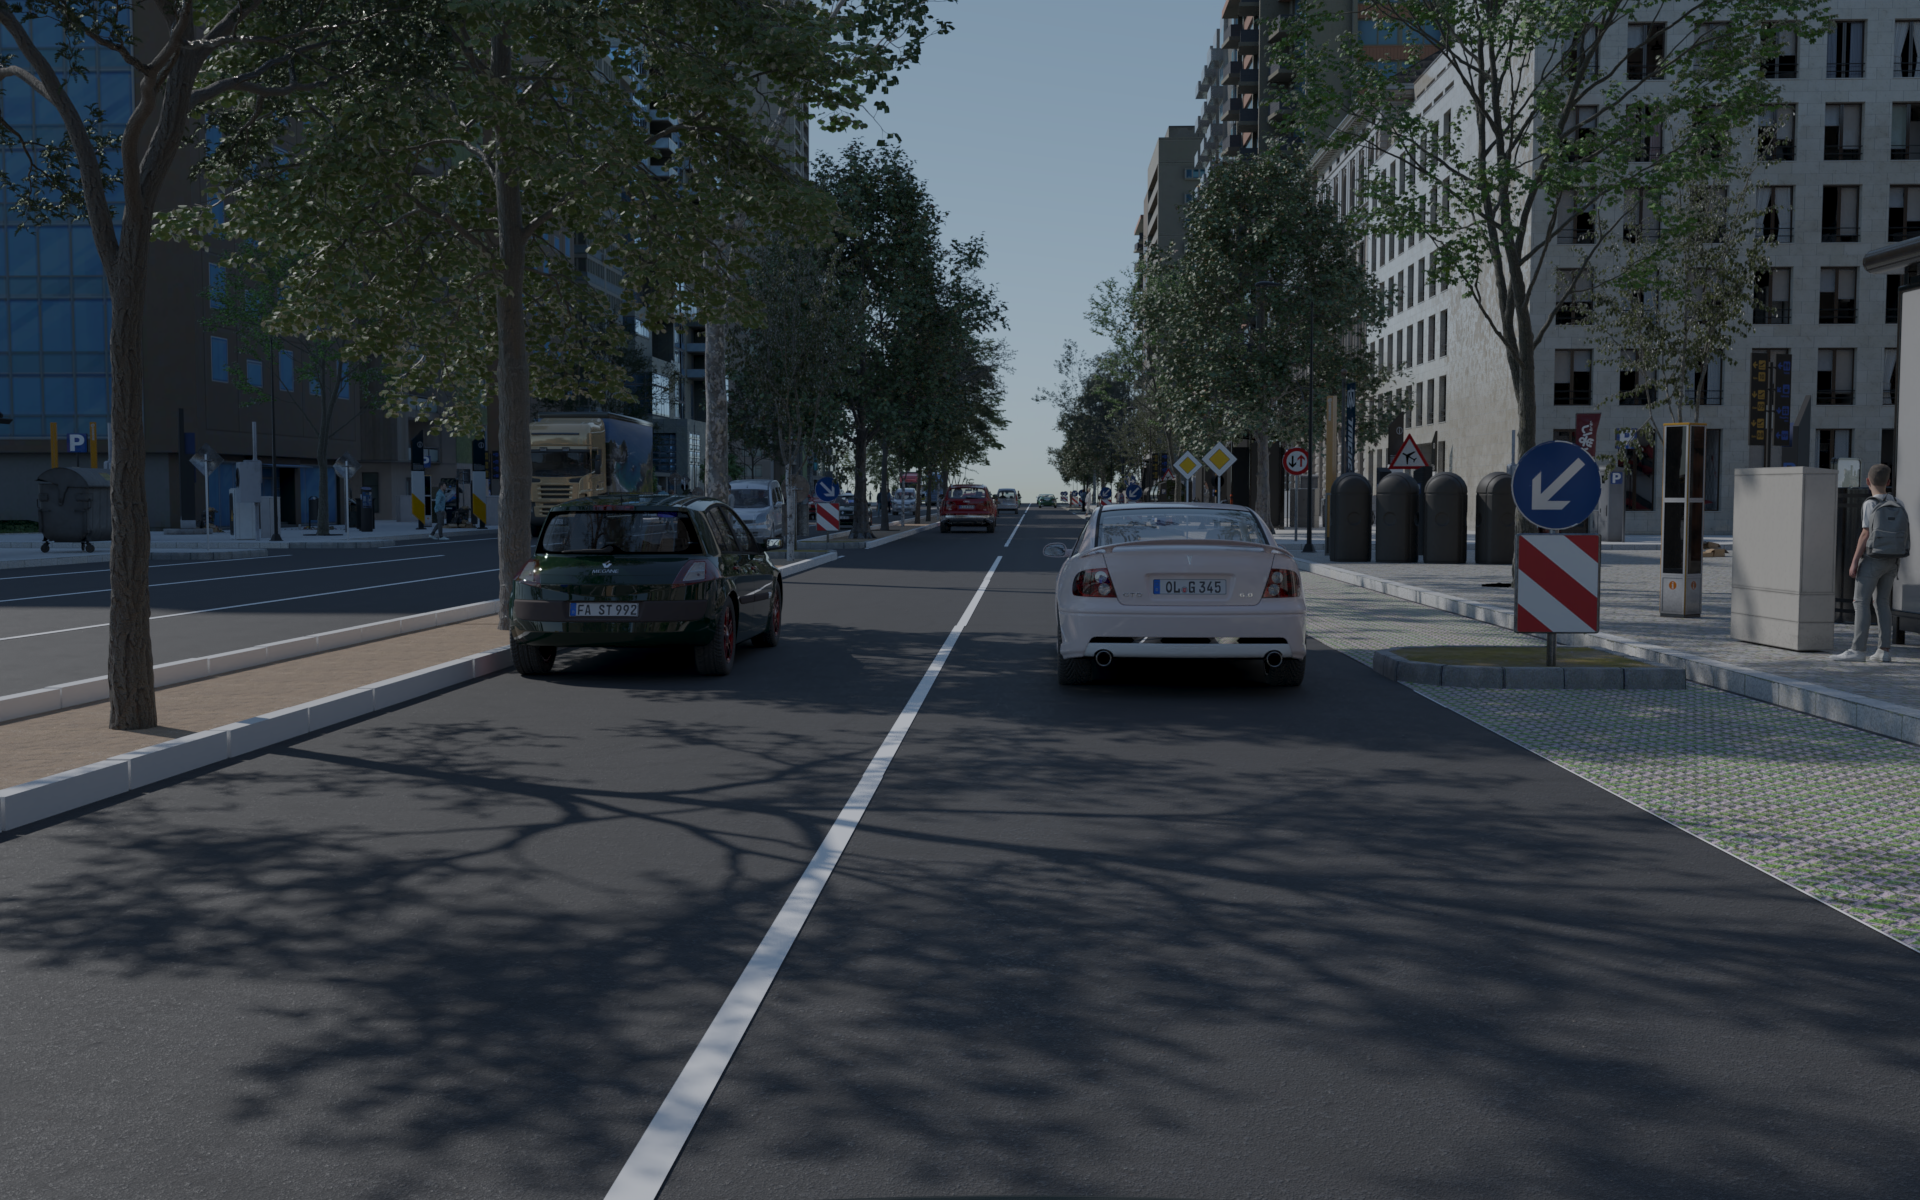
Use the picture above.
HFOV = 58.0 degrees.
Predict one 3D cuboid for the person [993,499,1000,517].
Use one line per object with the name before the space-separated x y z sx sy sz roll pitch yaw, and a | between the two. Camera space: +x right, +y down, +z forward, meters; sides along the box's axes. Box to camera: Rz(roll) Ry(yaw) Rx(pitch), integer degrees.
person | 2.151 -5.733 106.508 0.640 1.303 0.475 -2 4 -29

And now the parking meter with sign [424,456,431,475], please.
parking meter with sign | -24.113 -5.003 78.067 0.543 3.016 1.738 -1 4 -18

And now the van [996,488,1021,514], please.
van | 3.378 -7.201 124.744 2.013 2.044 4.112 0 4 2

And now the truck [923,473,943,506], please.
truck | -2.738 -13.831 215.899 2.967 4.110 18.799 0 4 2

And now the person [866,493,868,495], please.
person | -14.551 -15.819 265.403 1.217 1.743 0.721 2 4 32

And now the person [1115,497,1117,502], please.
person | 25.169 -16.399 277.406 0.421 1.427 0.697 -3 5 -43

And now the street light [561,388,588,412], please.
street light | -16.883 -6.317 75.825 1.470 5.913 1.316 0 4 3

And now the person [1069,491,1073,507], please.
person | 12.030 -10.890 187.098 0.434 1.755 0.990 1 4 18

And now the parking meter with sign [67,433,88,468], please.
parking meter with sign | -25.215 -3.221 48.932 0.543 3.016 1.738 0 4 -7

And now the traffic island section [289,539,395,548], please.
traffic island section | -16.716 -1.526 47.232 2.009 0.180 2.903 0 4 3

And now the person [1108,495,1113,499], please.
person | 23.730 -16.516 276.060 1.348 1.826 0.705 1 4 19

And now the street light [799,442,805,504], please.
street light | -13.537 -10.988 152.195 1.470 5.913 1.316 0 4 3

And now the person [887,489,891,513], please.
person | -5.493 -7.646 133.490 0.705 1.826 1.348 -1 4 -14

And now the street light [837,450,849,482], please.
street light | -12.264 -12.743 180.888 1.470 5.913 1.316 0 4 3

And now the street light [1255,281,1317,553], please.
street light | 7.136 -4.000 37.937 1.470 5.913 1.316 0 4 3

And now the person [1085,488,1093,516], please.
person | 8.452 -6.380 112.688 0.818 1.842 0.514 -1 4 -16

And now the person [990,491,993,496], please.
person | 4.242 -14.414 244.159 1.348 1.826 0.705 -2 4 -28

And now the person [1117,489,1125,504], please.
person | 8.577 -5.021 91.430 0.643 1.720 0.563 0 4 -6

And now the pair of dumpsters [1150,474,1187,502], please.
pair of dumpsters | 10.313 -5.070 85.388 1.574 2.255 4.437 0 4 3

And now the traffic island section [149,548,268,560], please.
traffic island section | -17.066 -1.038 39.254 2.009 0.180 2.903 0 4 3

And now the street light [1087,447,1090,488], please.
street light | 12.888 -11.991 168.599 1.470 5.913 1.316 0 4 3

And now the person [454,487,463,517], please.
person | -20.981 -4.073 71.993 0.474 1.900 0.648 1 4 23

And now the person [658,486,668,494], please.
person | -14.589 -4.672 84.911 0.660 1.820 0.620 -1 4 -14

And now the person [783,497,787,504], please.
person | -15.565 -8.982 153.586 1.217 1.739 0.721 -3 4 -36

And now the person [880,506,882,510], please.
person | -7.427 -9.242 160.128 0.721 1.766 1.217 1 4 9

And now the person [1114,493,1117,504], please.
person | 17.196 -11.119 188.385 0.990 1.755 0.434 -1 4 -14

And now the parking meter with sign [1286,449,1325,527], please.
parking meter with sign | 13.571 -4.345 67.303 1.738 3.016 0.543 0 4 5

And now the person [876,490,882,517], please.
person | -4.865 -5.969 106.077 0.794 1.824 0.713 2 4 25

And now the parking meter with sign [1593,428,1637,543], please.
parking meter with sign | 17.541 -3.079 46.604 0.543 3.016 1.738 0 4 -2

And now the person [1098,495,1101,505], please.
person | 15.723 -11.272 193.528 0.628 1.438 0.799 1 4 9

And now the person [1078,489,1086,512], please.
person | 9.948 -8.028 139.736 0.705 1.826 1.348 2 4 29

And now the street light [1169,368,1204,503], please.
street light | 8.291 -5.533 63.008 1.470 5.913 1.316 0 4 3

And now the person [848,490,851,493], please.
person | -9.033 -8.147 142.373 0.621 1.740 0.551 0 4 8

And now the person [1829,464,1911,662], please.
person | 7.005 -0.283 13.270 0.523 1.515 0.503 3 4 38

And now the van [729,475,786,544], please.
van | -5.817 -2.498 47.859 2.013 2.044 4.112 0 4 1

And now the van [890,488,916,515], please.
van | -3.752 -6.865 119.250 2.013 2.044 4.112 0 4 2

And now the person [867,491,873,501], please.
person | -12.323 -14.073 236.924 1.217 1.735 0.721 -3 5 -44

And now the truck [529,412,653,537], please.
truck | -13.143 -4.431 61.368 2.839 4.237 11.283 0 4 1

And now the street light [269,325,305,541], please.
street light | -18.117 -4.557 47.049 1.470 5.913 1.316 0 4 3

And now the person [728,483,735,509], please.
person | -5.745 -2.038 42.569 0.466 1.731 0.760 0 4 3

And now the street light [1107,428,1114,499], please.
street light | 10.880 -9.088 121.123 1.470 5.913 1.316 0 4 3

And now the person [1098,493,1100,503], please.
person | 21.142 -15.559 261.348 0.541 1.710 0.530 3 5 42

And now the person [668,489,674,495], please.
person | -10.752 -3.310 64.426 0.589 1.601 0.330 3 5 44

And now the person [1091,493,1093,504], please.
person | 16.372 -12.486 213.448 1.065 1.426 0.557 -2 4 -26

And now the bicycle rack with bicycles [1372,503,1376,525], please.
bicycle rack with bicycles | 16.335 -3.515 70.850 2.852 0.926 2.925 0 4 -1

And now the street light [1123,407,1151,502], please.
street light | 9.585 -7.323 92.269 1.470 5.913 1.316 0 4 3

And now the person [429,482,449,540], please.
person | -16.399 -2.809 54.453 0.620 1.820 0.660 -1 4 -17

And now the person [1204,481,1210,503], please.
person | 10.213 -4.008 71.750 0.592 1.802 0.473 -3 5 -42

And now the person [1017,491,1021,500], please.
person | 6.434 -11.190 191.482 0.705 1.821 1.348 2 4 32

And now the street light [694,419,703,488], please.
street light | -15.612 -8.125 105.382 1.470 5.913 1.316 0 4 3

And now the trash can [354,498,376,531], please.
trash can | -20.742 -2.983 60.430 0.748 1.137 0.748 0 3 0

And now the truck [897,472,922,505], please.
truck | -6.249 -14.103 219.494 2.839 4.237 11.283 0 4 1

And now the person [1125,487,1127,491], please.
person | 13.432 -8.215 139.986 1.348 1.869 0.705 -3 5 -43

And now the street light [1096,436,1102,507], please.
street light | 11.584 -10.166 138.761 1.470 5.913 1.316 0 4 3
